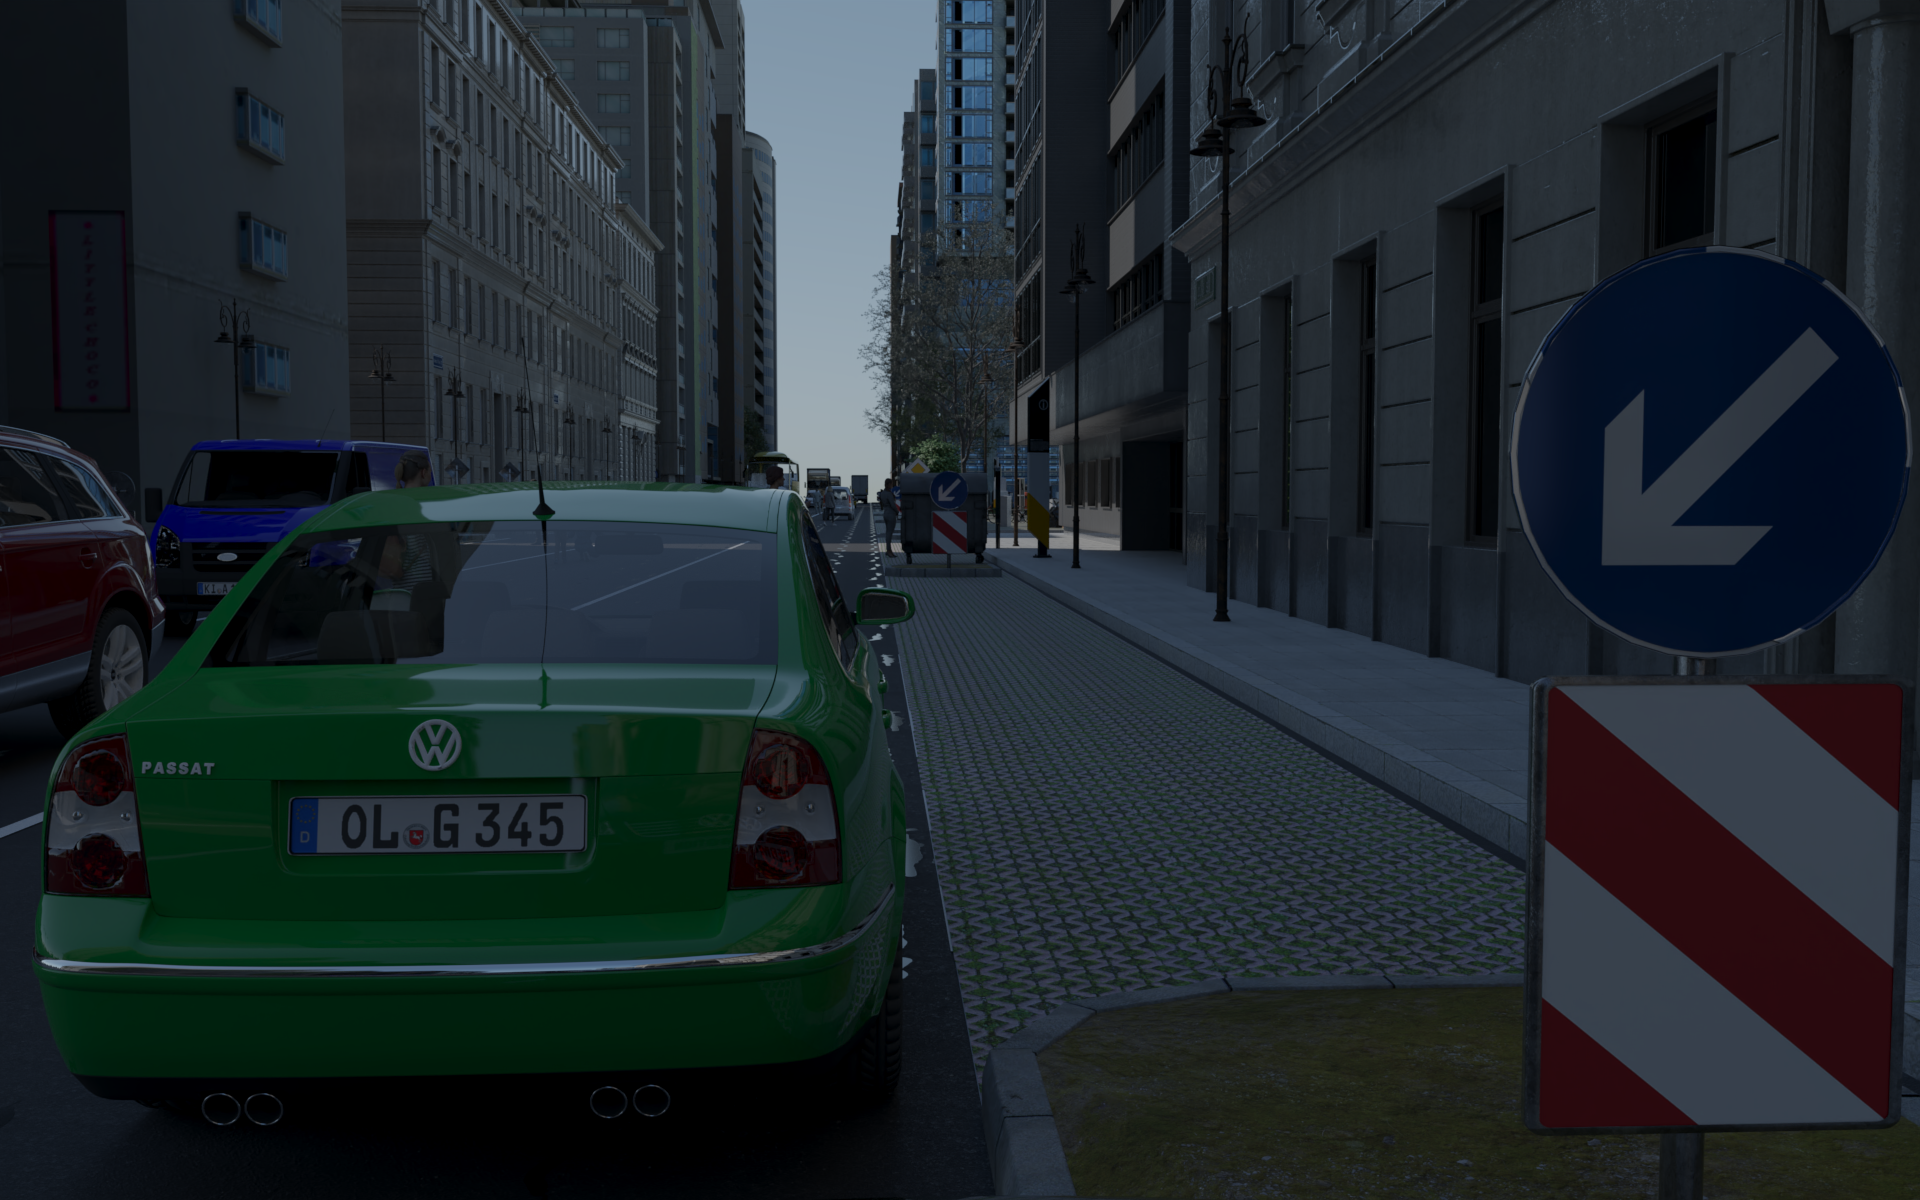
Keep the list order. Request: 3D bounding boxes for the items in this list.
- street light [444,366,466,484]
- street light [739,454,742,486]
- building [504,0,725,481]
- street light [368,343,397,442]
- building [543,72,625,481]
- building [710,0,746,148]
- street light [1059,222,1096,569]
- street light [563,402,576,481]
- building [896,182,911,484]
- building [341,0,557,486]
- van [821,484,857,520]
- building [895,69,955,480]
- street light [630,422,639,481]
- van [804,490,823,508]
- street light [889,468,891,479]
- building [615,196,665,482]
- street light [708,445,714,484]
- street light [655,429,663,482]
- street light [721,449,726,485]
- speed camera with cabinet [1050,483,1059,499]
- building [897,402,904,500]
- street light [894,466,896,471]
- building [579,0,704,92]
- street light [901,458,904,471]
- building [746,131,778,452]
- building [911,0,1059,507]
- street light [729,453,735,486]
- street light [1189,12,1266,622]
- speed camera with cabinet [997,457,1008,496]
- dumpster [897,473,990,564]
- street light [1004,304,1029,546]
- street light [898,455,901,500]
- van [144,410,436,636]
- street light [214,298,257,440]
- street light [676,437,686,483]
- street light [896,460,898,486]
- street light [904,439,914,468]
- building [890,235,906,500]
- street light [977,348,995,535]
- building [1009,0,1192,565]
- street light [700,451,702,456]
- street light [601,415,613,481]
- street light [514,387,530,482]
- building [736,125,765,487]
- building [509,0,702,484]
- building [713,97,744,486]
[{"bbox_3d":[-18.222,-5.494,62.621,0.468,5.910,1.993,0,4,-3],"label":"street light"},{"bbox_3d":[-25.513,-13.979,201.343,0.468,5.910,1.993,0,4,-3],"label":"street light"},{"bbox_3d":[-39.354,-36.000,177.833,28.713,52.752,27.495,0,4,-3],"label":"building"},{"bbox_3d":[-17.725,-4.923,53.279,0.468,5.910,1.993,0,4,-3],"label":"street light"},{"bbox_3d":[-27.107,-18.478,99.382,12.463,27.353,25.104,0,4,-3],"label":"building"},{"bbox_3d":[-39.249,-49.688,250.642,20.563,71.187,20.611,0,4,-3],"label":"building"},{"bbox_3d":[2.005,-3.484,29.747,0.468,5.910,1.993,0,4,-3],"label":"street light"},{"bbox_3d":[-19.527,-6.976,86.849,0.468,5.910,1.993,0,4,-3],"label":"street light"},{"bbox_3d":[2.362,-35.745,239.048,22.147,44.769,28.867,0,4,-3],"label":"building"},{"bbox_3d":[-25.615,-16.930,74.076,12.463,27.353,25.104,0,4,-3],"label":"building"},{"bbox_3d":[-6.723,-5.438,95.918,2.013,2.044,4.112,0,4,-1],"label":"van"},{"bbox_3d":[4.526,-35.420,198.732,23.786,49.044,30.456,0,4,-3],"label":"building"},{"bbox_3d":[-20.798,-8.458,111.079,0.468,5.910,1.993,0,4,-3],"label":"street light"},{"bbox_3d":[-14.998,-10.433,177.587,2.013,2.044,4.112,0,4,-1],"label":"van"},{"bbox_3d":[-9.966,-17.557,259.836,0.468,5.910,1.993,0,4,-3],"label":"street light"},{"bbox_3d":[-27.518,-17.951,122.373,11.050,23.489,19.941,0,4,-3],"label":"building"},{"bbox_3d":[-23.555,-11.711,164.267,0.468,5.910,1.993,0,4,-3],"label":"street light"},{"bbox_3d":[-21.455,-9.212,123.400,0.468,5.910,1.993,0,4,-3],"label":"street light"},{"bbox_3d":[-24.155,-12.452,176.384,0.468,5.910,1.993,0,4,-3],"label":"street light"},{"bbox_3d":[7.371,-8.560,134.293,2.038,3.252,0.660,0,4,-4],"label":"speed camera with cabinet"},{"bbox_3d":[4.218,-25.959,269.463,27.650,21.520,28.899,0,4,-3],"label":"building"},{"bbox_3d":[-7.542,-14.736,213.722,0.468,5.910,1.993,0,4,-3],"label":"street light"},{"bbox_3d":[-30.716,-31.026,157.391,14.600,45.320,14.200,0,4,-3],"label":"building"},{"bbox_3d":[-5.551,-12.483,176.877,0.468,5.910,1.993,0,4,-3],"label":"street light"},{"bbox_3d":[-40.381,-44.862,275.484,21.231,58.520,28.212,0,4,-3],"label":"building"},{"bbox_3d":[6.596,-52.217,166.420,22.319,86.520,31.000,0,4,-3],"label":"building"},{"bbox_3d":[-24.786,-13.193,188.499,0.468,5.910,1.993,0,4,-3],"label":"street light"},{"bbox_3d":[2.642,-2.722,17.300,0.468,5.910,1.993,0,4,-3],"label":"street light"},{"bbox_3d":[2.220,-5.977,92.066,0.660,3.252,2.038,0,4,-2],"label":"speed camera with cabinet"},{"bbox_3d":[-0.337,-1.652,35.221,1.865,1.857,1.264,0,4,-1],"label":"dumpster"},{"bbox_3d":[1.372,-4.252,42.313,0.468,5.910,1.993,0,4,-3],"label":"street light"},{"bbox_3d":[-6.255,-13.223,188.989,0.468,5.910,1.993,0,4,-3],"label":"street light"},{"bbox_3d":[-7.274,-0.912,19.293,2.240,2.365,5.245,0,4,-4],"label":"van"},{"bbox_3d":[-17.112,-4.174,41.034,0.468,5.910,1.993,0,4,-3],"label":"street light"},{"bbox_3d":[-22.158,-10.157,138.858,0.468,5.910,1.993,0,4,-3],"label":"street light"},{"bbox_3d":[-6.877,-13.995,201.608,0.468,5.910,1.993,0,4,-3],"label":"street light"},{"bbox_3d":[-4.446,-10.984,152.374,0.468,5.910,1.993,0,4,-3],"label":"street light"},{"bbox_3d":[-4.691,-39.126,289.813,14.600,45.320,14.200,0,4,-3],"label":"building"},{"bbox_3d":[0.815,-5.016,54.801,0.468,5.910,1.993,0,4,-3],"label":"street light"},{"bbox_3d":[9.365,-13.475,39.379,14.314,24.678,30.058,0,4,-3],"label":"building"},{"bbox_3d":[-22.850,-10.958,151.951,0.468,5.910,1.993,0,4,-3],"label":"street light"},{"bbox_3d":[-20.138,-7.717,98.965,0.468,5.910,1.993,0,4,-3],"label":"street light"},{"bbox_3d":[-18.873,-6.235,74.735,0.468,5.910,1.993,0,4,-3],"label":"street light"},{"bbox_3d":[-37.427,-37.103,230.333,21.300,48.544,21.600,0,4,-3],"label":"building"},{"bbox_3d":[-29.320,-28.126,143.452,14.154,41.232,14.086,0,4,-3],"label":"building"},{"bbox_3d":[-32.477,-33.613,199.687,14.600,45.320,14.200,0,4,-3],"label":"building"}]
